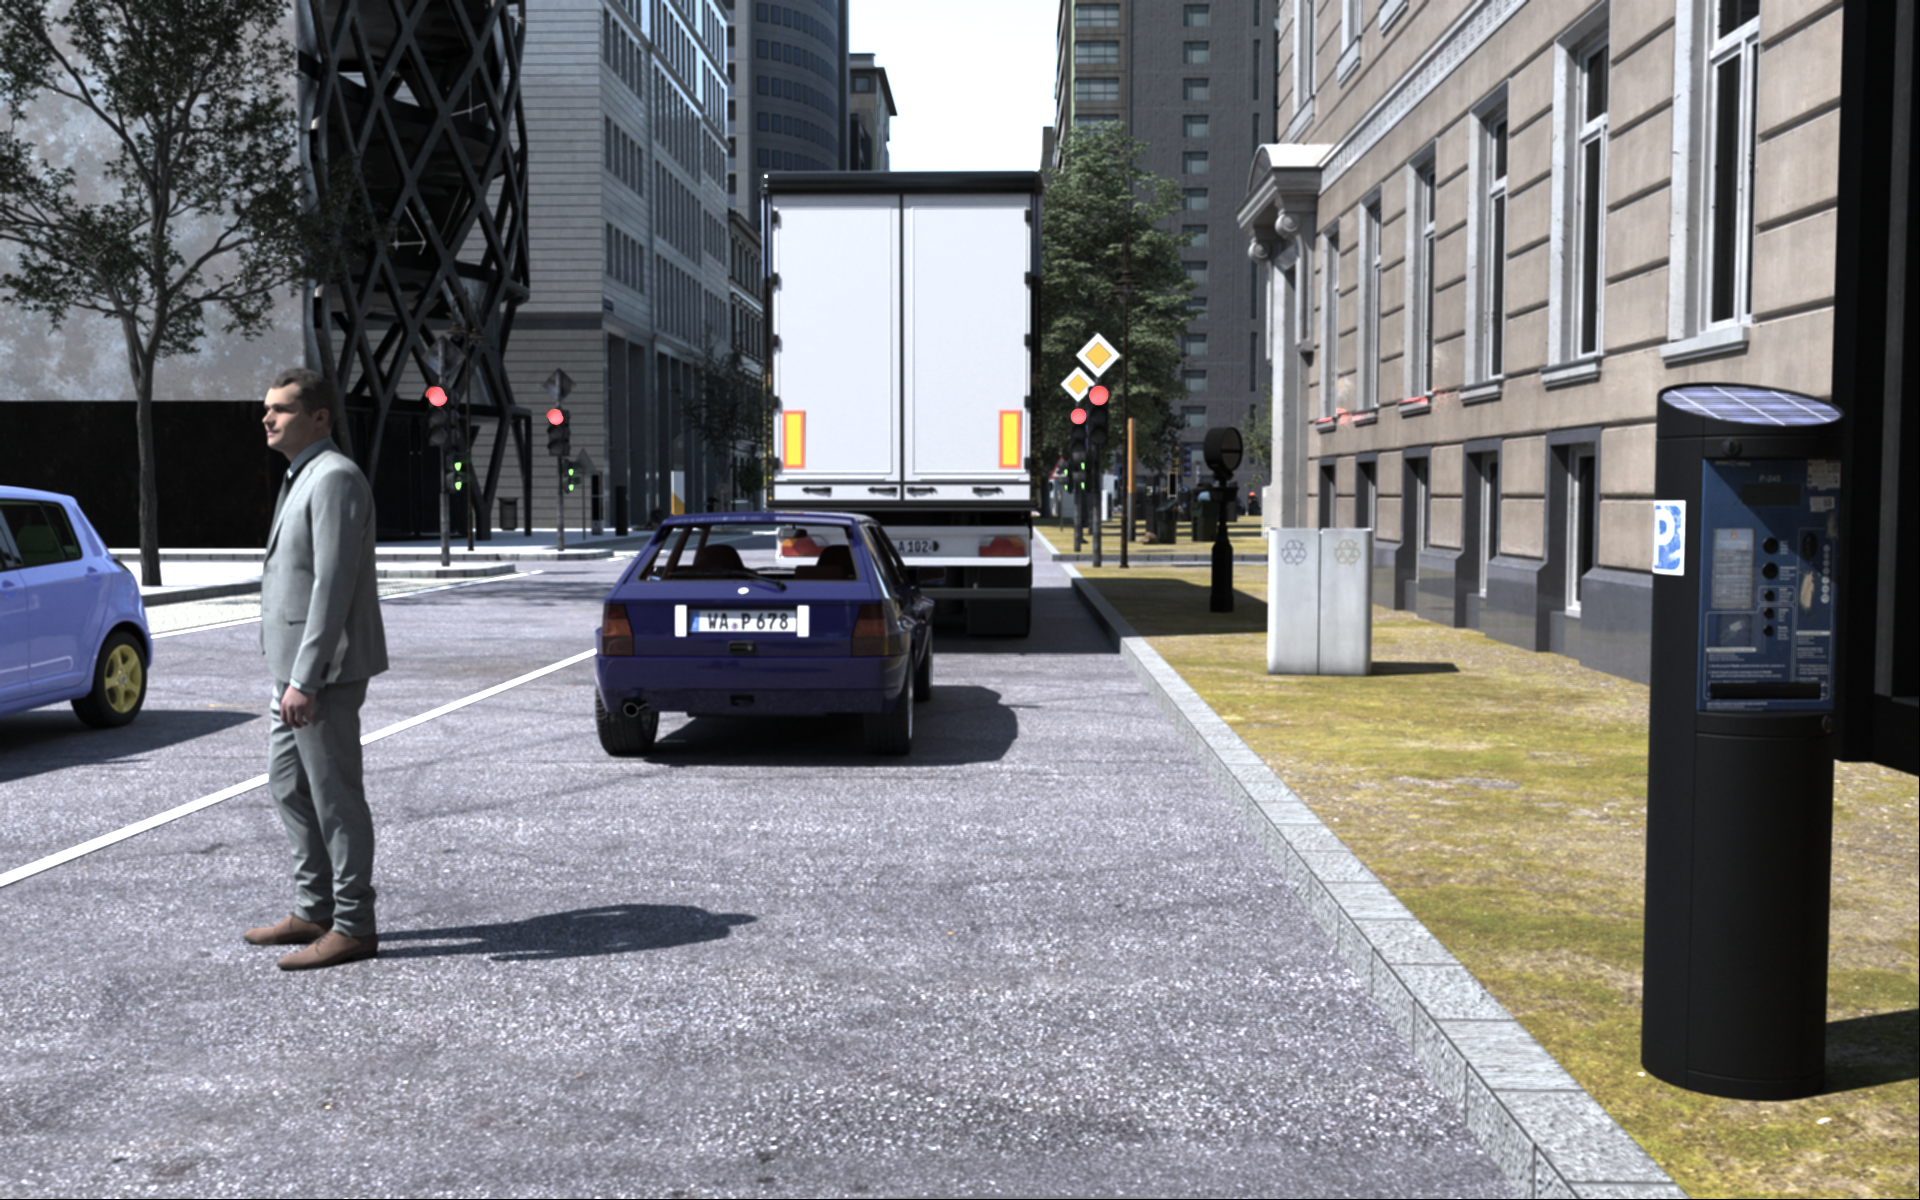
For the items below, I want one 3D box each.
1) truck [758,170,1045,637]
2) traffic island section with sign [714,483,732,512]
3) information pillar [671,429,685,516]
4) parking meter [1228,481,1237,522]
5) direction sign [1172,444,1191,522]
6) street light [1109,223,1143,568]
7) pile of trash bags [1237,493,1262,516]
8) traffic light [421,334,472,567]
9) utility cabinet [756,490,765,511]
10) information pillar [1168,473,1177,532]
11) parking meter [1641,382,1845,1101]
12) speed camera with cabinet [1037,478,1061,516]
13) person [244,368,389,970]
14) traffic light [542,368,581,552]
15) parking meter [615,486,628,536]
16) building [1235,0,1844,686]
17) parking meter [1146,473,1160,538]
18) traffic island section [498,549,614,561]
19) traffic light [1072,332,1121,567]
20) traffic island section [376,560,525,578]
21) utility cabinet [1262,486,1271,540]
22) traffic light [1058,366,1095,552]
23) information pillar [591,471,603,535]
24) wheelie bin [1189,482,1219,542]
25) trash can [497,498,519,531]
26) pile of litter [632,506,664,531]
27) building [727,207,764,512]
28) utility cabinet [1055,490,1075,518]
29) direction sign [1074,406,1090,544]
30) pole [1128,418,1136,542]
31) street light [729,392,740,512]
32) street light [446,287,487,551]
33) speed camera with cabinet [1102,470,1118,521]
[{"bbox_3d":[-0.345,-1.941,20.654,2.839,4.237,11.283,0,4,2],"label":"truck"},{"bbox_3d":[-8.376,-3.208,61.072,1.989,1.847,2.006,0,4,1],"label":"traffic island section with sign"},{"bbox_3d":[-10.191,-4.362,62.670,0.504,3.616,0.183,-3,5,-40],"label":"information pillar"},{"bbox_3d":[12.322,-4.442,78.341,0.399,1.863,0.255,2,4,27],"label":"parking meter"},{"bbox_3d":[10.003,-5.276,78.253,0.876,3.537,0.379,1,4,23],"label":"direction sign"},{"bbox_3d":[2.845,-3.491,29.860,0.468,5.910,1.993,0,4,1],"label":"street light"},{"bbox_3d":[17.169,-5.710,103.118,1.912,1.369,3.447,1,4,19],"label":"pile of trash bags"},{"bbox_3d":[-9.075,-2.543,30.502,0.839,4.253,0.868,0,4,1],"label":"traffic light"},{"bbox_3d":[-10.591,-5.230,94.185,0.318,1.500,1.173,2,4,34],"label":"utility cabinet"},{"bbox_3d":[7.282,-3.356,59.355,0.304,2.012,0.304,0,4,6],"label":"information pillar"},{"bbox_3d":[1.709,0.282,3.793,0.372,1.533,0.369,0,3,0],"label":"parking meter"},{"bbox_3d":[5.241,-6.558,101.556,0.660,3.252,2.038,-2,4,-26],"label":"speed camera with cabinet"},{"bbox_3d":[-1.965,0.200,5.325,0.391,1.810,0.635,-2,4,-32],"label":"person"},{"bbox_3d":[-8.878,-3.031,38.484,0.839,4.253,0.868,0,4,1],"label":"traffic light"},{"bbox_3d":[-10.387,-2.735,53.129,0.372,1.533,0.369,0,3,0],"label":"parking meter"},{"bbox_3d":[10.988,-14.166,17.520,13.634,28.700,20.117,0,4,1],"label":"building"},{"bbox_3d":[5.304,-2.565,47.651,0.255,1.863,0.399,3,4,37],"label":"parking meter"},{"bbox_3d":[-8.917,-0.999,38.620,2.009,0.180,2.903,0,4,1],"label":"traffic island section"},{"bbox_3d":[2.384,-2.527,30.236,0.839,4.253,0.868,0,4,1],"label":"traffic light"},{"bbox_3d":[-9.114,-0.511,30.637,2.009,0.180,2.903,0,4,1],"label":"traffic island section"},{"bbox_3d":[8.641,-2.333,46.829,0.318,1.500,1.173,-2,4,-29],"label":"utility cabinet"},{"bbox_3d":[2.581,-3.015,38.219,0.839,4.253,0.868,0,4,1],"label":"traffic light"},{"bbox_3d":[-11.360,-3.041,54.210,0.304,2.012,0.304,0,4,6],"label":"information pillar"},{"bbox_3d":[6.560,-2.355,46.415,0.693,1.594,0.980,-2,4,-26],"label":"wheelie bin"},{"bbox_3d":[-15.830,-2.999,60.693,0.748,1.137,0.748,0,3,0],"label":"trash can"},{"bbox_3d":[-10.813,-2.858,60.689,1.176,0.858,1.719,-2,4,-33],"label":"pile of litter"},{"bbox_3d":[-16.832,-14.565,102.763,10.561,19.102,19.286,0,4,1],"label":"building"},{"bbox_3d":[5.798,-5.115,92.312,1.173,1.500,0.318,-2,4,-27],"label":"utility cabinet"},{"bbox_3d":[3.153,-3.231,44.830,0.379,3.537,0.876,-1,4,-23],"label":"direction sign"},{"bbox_3d":[4.632,-3.230,46.654,0.158,3.312,0.155,0,3,0],"label":"pole"},{"bbox_3d":[-9.997,-6.339,76.435,0.468,5.910,1.993,0,4,1],"label":"street light"},{"bbox_3d":[-11.003,-4.036,38.781,0.468,5.910,1.993,0,4,1],"label":"street light"},{"bbox_3d":[6.993,-5.381,82.311,0.660,3.252,2.038,1,4,19],"label":"speed camera with cabinet"}]
